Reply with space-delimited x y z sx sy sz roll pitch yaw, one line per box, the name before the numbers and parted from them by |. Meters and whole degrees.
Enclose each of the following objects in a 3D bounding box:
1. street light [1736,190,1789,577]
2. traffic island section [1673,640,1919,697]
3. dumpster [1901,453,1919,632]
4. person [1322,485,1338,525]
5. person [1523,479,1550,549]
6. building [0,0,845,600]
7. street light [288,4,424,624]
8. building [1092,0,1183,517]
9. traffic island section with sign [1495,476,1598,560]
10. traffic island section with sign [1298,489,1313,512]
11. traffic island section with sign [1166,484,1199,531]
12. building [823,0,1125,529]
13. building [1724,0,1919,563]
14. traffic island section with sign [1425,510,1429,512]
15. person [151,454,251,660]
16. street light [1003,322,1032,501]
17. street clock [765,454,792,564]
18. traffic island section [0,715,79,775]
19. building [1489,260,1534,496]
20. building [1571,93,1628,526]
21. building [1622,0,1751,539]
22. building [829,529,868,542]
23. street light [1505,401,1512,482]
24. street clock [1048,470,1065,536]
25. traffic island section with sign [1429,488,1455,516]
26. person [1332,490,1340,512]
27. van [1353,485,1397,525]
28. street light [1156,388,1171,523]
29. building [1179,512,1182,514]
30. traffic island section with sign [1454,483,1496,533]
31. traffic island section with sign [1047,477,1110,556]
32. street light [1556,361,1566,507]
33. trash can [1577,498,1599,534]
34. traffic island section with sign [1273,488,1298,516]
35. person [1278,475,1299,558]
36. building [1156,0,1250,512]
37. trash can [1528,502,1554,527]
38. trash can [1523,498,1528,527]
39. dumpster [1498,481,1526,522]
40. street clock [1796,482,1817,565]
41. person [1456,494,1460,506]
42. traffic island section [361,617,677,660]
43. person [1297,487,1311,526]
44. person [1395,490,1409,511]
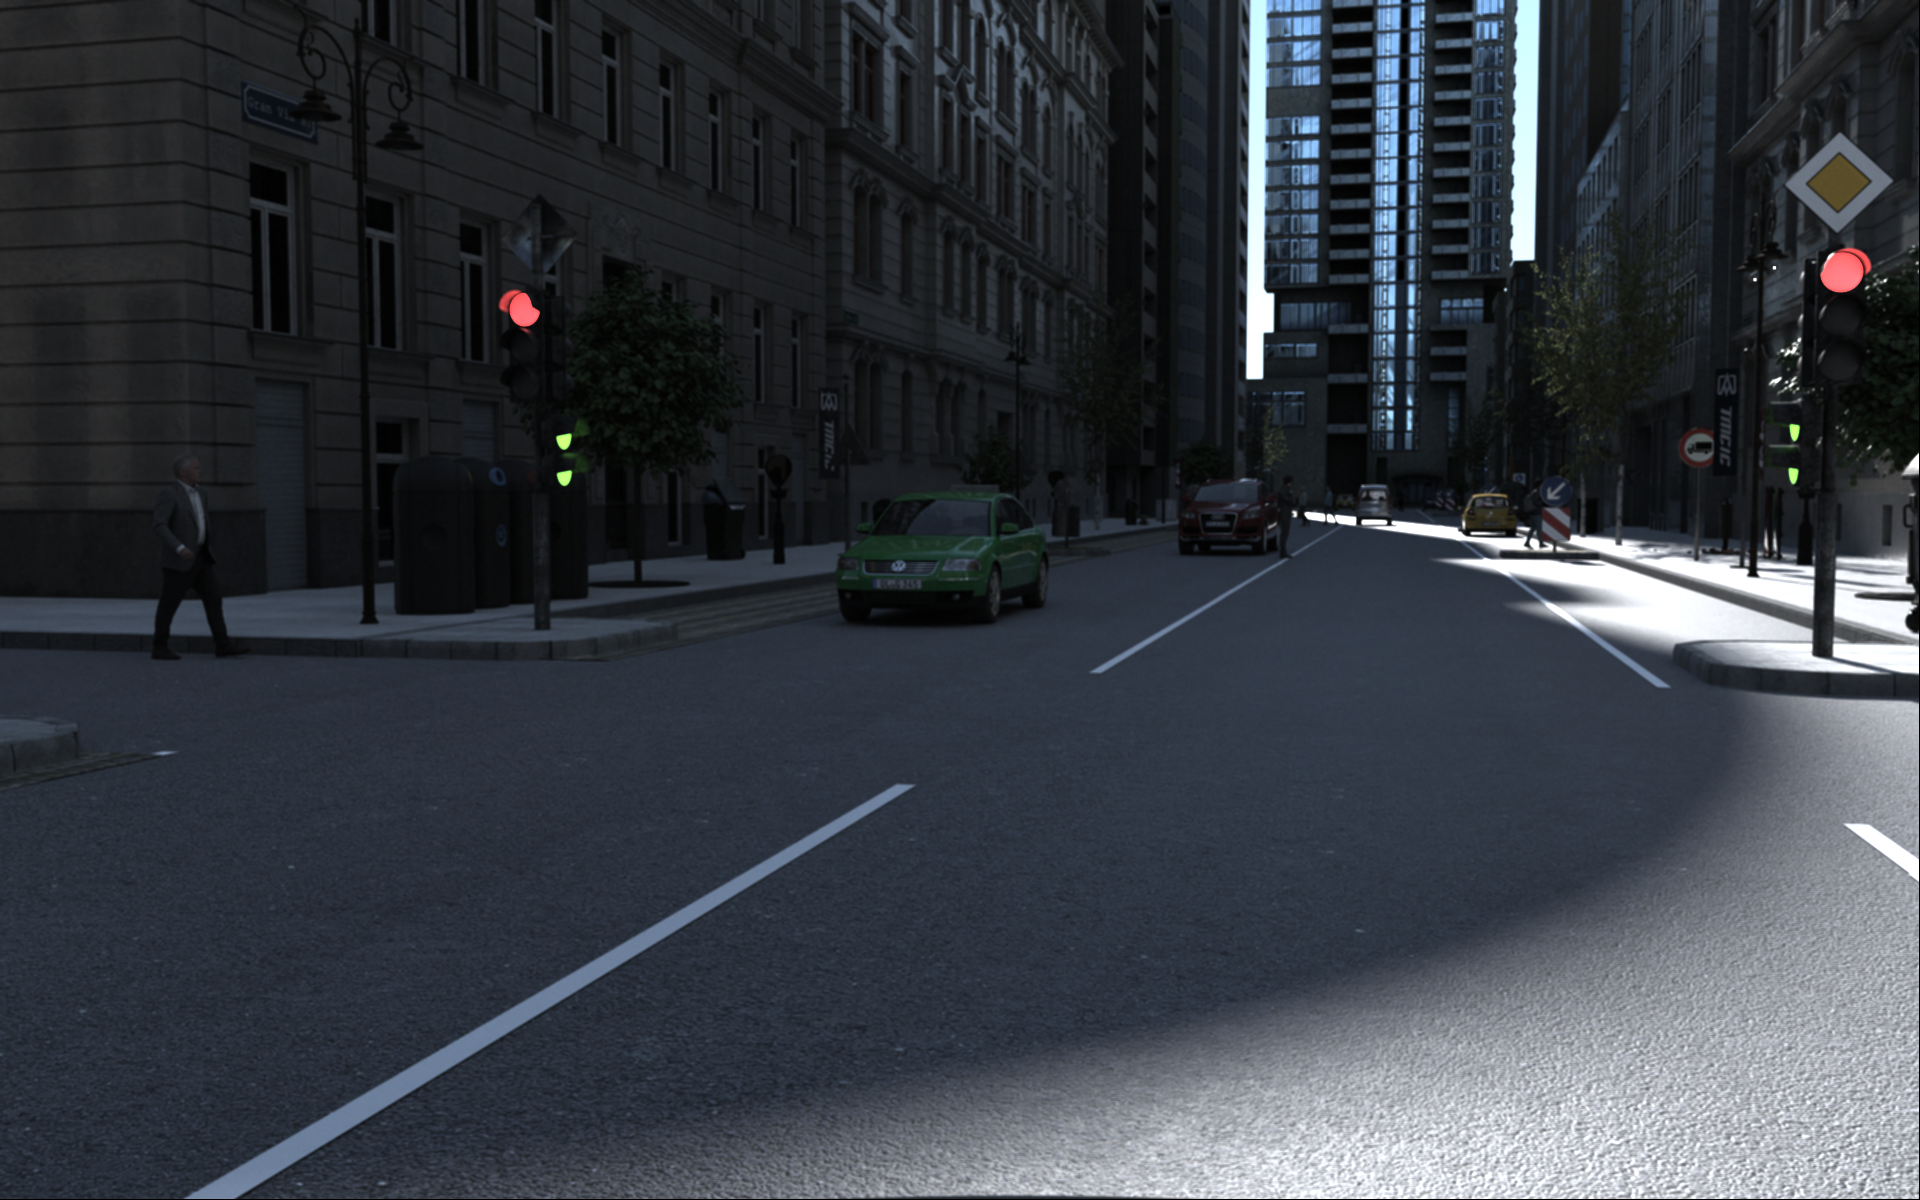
street light | 12.290 -3.295 26.669 0.468 5.910 1.993 1 4 14
traffic island section | 6.837 0.526 13.685 2.009 0.180 2.903 1 4 14
dumpster | 9.228 -0.582 15.282 1.264 1.857 1.865 1 4 14
person | 16.903 -4.333 79.204 0.748 1.841 0.638 3 5 40
person | 15.014 -2.234 45.017 0.713 1.824 0.794 2 4 30
building | -11.764 -14.431 33.203 12.463 27.353 25.104 1 4 14
street light | -5.854 -2.703 16.986 0.468 5.910 1.993 1 4 14
building | 4.747 -20.003 98.745 14.160 30.474 14.107 1 4 14
traffic island section with sign | 13.154 -1.844 38.771 1.989 1.847 2.006 1 4 14
traffic island section with sign | 27.813 -8.124 141.456 1.989 1.847 2.006 1 4 14
traffic island section with sign | 9.048 -3.557 66.781 1.989 1.847 2.006 1 4 14
building | -0.972 -17.934 80.610 14.401 28.519 23.554 1 4 14
building | 25.157 -15.199 35.889 14.401 28.519 23.554 1 4 14
traffic island section with sign | 38.416 -7.987 139.221 1.989 1.847 2.006 1 4 14
person | -6.624 -0.374 15.010 0.834 1.777 0.661 0 4 6
street light | 1.549 -4.515 46.601 0.468 5.910 1.993 1 4 14
street clock | -3.322 -1.662 31.747 0.471 2.002 0.358 -1 4 -14
traffic island section | -5.915 0.834 8.651 2.009 0.180 2.903 1 4 14
building | 57.836 -17.981 139.026 27.650 21.520 28.899 1 4 14
building | 33.297 -13.530 75.971 10.420 20.320 16.860 1 4 14
building | 29.700 -14.637 57.344 12.078 24.808 19.932 1 4 14
building | -6.351 -16.518 57.457 14.401 28.519 23.554 1 4 14
street light | 26.836 -6.853 84.834 0.468 5.910 1.993 1 4 14
street clock | 2.929 -2.950 52.800 0.471 2.002 0.358 -2 4 -26
traffic island section with sign | 31.692 -6.352 112.490 1.989 1.847 2.006 1 4 14
person | 30.395 -8.049 140.822 0.721 1.735 1.217 -3 4 -38
van | 19.363 -4.521 80.923 2.013 2.044 4.112 1 4 14
street light | 8.914 -6.299 75.775 0.468 5.910 1.993 1 4 14
building | 6.327 -35.319 119.464 21.231 58.520 28.212 1 4 14
traffic island section with sign | 19.888 -3.481 65.537 1.989 1.847 2.006 1 4 14
traffic island section with sign | 2.477 -1.958 40.636 1.989 1.847 2.006 1 4 14
street light | 19.447 -5.076 55.781 0.468 5.910 1.993 1 4 14
trash can | 20.253 -2.706 55.904 0.748 1.137 0.748 0 3 0
traffic island section with sign | 21.245 -6.525 115.310 1.989 1.847 2.006 1 4 14
person | 7.341 -1.860 38.714 0.447 1.846 0.655 1 4 12
building | 11.087 -37.407 153.596 28.212 58.520 21.231 1 4 14
trash can | 20.453 -2.981 60.387 0.748 1.137 0.748 0 3 0
trash can | 22.014 -3.360 66.590 0.748 1.137 0.748 0 3 0
dumpster | 25.616 -4.564 80.388 1.264 1.857 1.865 1 4 14
street clock | 15.289 -1.634 31.290 0.358 2.002 0.471 -2 4 -29
person | 47.649 -9.421 165.758 0.421 1.427 0.697 1 4 18
traffic island section | -3.968 0.360 16.396 2.009 0.180 2.903 1 4 14
person | 15.272 -4.156 76.944 0.515 1.767 0.782 0 4 -2
person | 36.649 -8.266 143.794 1.348 1.807 0.705 -1 4 -16
